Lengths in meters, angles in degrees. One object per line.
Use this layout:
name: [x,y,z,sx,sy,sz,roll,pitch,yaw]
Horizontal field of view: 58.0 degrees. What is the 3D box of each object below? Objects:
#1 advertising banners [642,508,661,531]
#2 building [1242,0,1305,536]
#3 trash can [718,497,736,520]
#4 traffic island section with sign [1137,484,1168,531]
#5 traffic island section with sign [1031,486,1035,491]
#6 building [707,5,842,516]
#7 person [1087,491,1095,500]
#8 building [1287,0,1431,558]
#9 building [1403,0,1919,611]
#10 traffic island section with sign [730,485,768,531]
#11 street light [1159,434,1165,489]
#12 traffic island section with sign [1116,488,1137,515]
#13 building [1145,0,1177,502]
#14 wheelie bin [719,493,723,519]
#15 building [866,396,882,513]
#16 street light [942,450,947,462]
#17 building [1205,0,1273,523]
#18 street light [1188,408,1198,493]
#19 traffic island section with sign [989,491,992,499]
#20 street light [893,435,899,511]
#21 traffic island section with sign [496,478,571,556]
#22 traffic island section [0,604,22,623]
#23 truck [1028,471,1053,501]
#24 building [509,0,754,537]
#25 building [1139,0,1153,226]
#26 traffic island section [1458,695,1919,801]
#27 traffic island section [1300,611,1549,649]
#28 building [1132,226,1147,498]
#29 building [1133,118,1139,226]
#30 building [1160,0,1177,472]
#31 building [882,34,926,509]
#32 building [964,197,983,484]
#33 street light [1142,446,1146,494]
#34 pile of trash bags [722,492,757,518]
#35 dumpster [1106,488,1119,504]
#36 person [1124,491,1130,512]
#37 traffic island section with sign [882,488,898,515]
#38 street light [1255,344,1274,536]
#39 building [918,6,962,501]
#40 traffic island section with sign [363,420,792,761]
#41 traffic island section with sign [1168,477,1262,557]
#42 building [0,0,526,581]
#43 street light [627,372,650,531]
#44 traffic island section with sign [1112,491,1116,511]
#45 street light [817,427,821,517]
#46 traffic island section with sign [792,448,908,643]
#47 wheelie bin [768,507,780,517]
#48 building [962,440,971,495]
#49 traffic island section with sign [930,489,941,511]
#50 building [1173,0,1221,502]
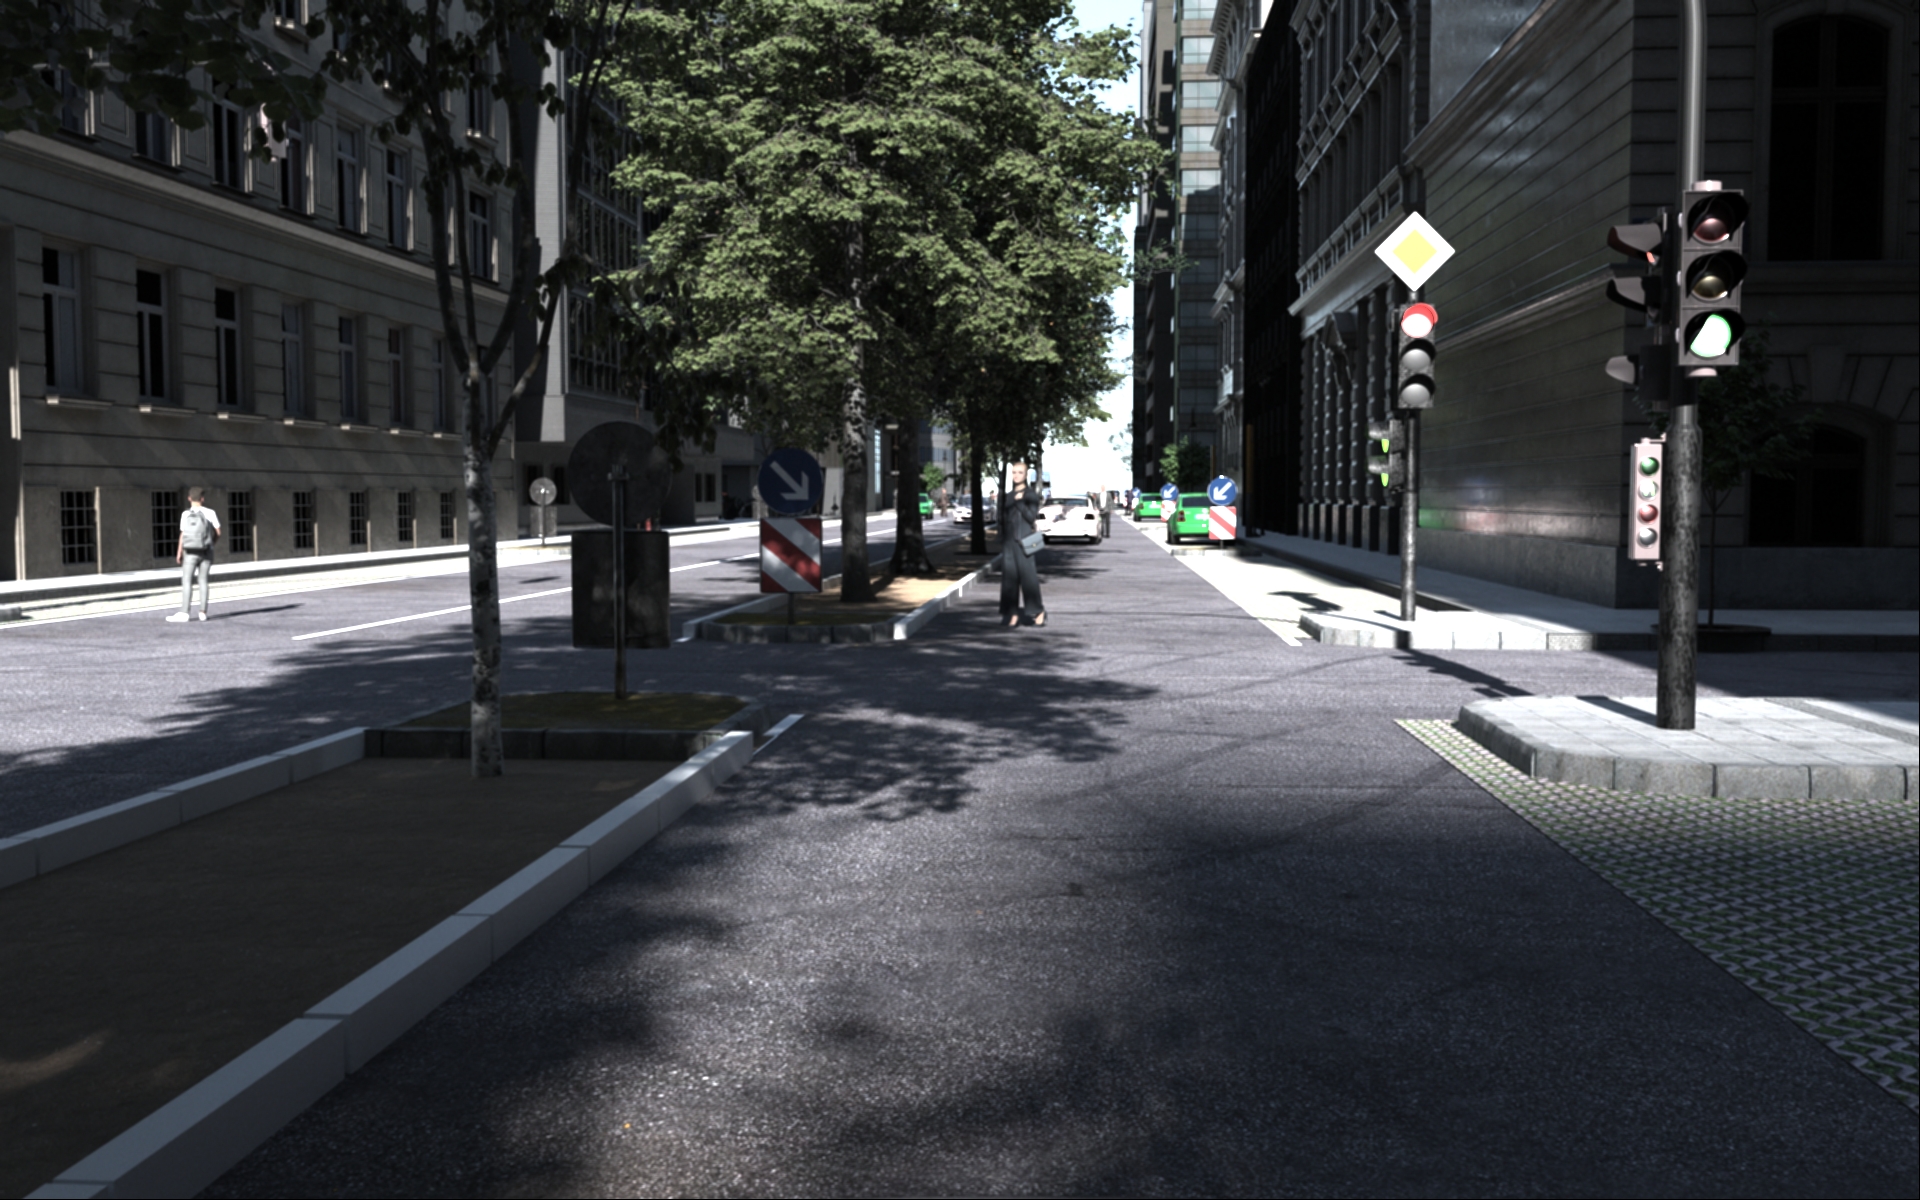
advertising banners: [-10.232,-3.706,56.776,0.090,3.025,2.074,1,4,12]
building: [16.813,-14.100,60.214,12.332,23.373,15.834,0,4,4]
trash can: [-11.412,-4.525,85.631,0.748,1.137,0.748,0,3,0]
traffic island section with sign: [7.984,-3.584,67.229,1.989,1.847,2.006,0,4,4]
traffic island section with sign: [4.047,-5.162,92.540,2.006,1.907,1.989,0,4,4]
building: [-14.411,-20.196,101.912,14.160,30.474,14.107,0,4,4]
person: [11.080,-8.540,148.843,1.217,1.735,0.721,-2,4,-28]
building: [14.263,-13.033,41.960,11.050,23.489,19.941,0,4,4]
building: [24.570,-12.435,22.405,34.723,24.649,14.460,0,4,4]
traffic island section with sign: [-7.904,-3.643,68.188,1.989,1.847,2.006,0,4,4]
street light: [15.097,-9.596,129.686,0.468,5.910,1.993,0,4,4]
traffic island section with sign: [11.706,-6.593,116.423,1.989,1.847,2.006,0,4,4]
building: [27.846,-32.535,155.654,21.300,48.544,21.600,0,4,4]
wheelie bin: [-12.594,-4.970,89.175,0.980,1.594,0.693,1,4,10]
building: [-16.582,-49.558,122.940,22.319,86.520,31.000,0,4,4]
street light: [-1.554,-12.565,178.220,0.468,5.910,1.993,0,4,4]
building: [18.924,-17.886,79.819,14.401,28.519,23.554,0,4,4]
street light: [12.277,-7.258,91.461,0.468,5.910,1.993,0,4,4]
traffic island section with sign: [4.155,-13.398,227.682,1.989,1.847,2.006,0,4,4]
street light: [-4.923,-9.847,133.778,0.468,5.910,1.993,0,4,4]
traffic island section with sign: [-9.980,-1.975,40.927,1.989,1.847,2.006,0,4,4]
traffic island section: [-11.650,0.218,18.715,2.009,0.180,2.903,0,4,4]
truck: [9.745,-13.234,206.135,2.967,4.110,18.799,0,4,4]
building: [-17.412,-14.954,63.561,14.314,24.678,30.058,0,4,4]
building: [31.950,-40.708,207.582,21.231,58.520,28.212,0,4,4]
traffic island section: [3.943,0.780,9.528,2.009,0.180,2.903,0,4,4]
traffic island section: [4.545,0.293,17.490,2.009,0.180,2.903,0,4,4]
building: [25.720,-25.445,187.727,14.160,30.474,14.107,0,4,4]
building: [37.694,-39.548,235.851,28.713,52.752,27.495,0,4,4]
building: [27.308,-31.133,128.638,23.786,49.044,30.456,0,4,4]
building: [-17.619,-34.513,153.523,28.713,52.752,27.495,0,4,4]
building: [-8.342,-35.453,234.285,22.147,44.769,28.867,0,4,4]
street light: [17.858,-11.922,167.706,0.468,5.910,1.993,0,4,4]
pile of trash bags: [-11.908,-5.074,92.704,1.912,1.369,3.447,1,4,22]
dumpster: [21.867,-14.881,248.252,1.985,2.255,1.502,0,4,5]
person: [13.590,-7.962,139.508,0.721,1.723,1.217,-2,4,-35]
traffic island section with sign: [-4.179,-6.662,117.558,1.989,1.847,2.006,0,4,4]
street light: [9.369,-4.934,53.452,0.468,5.910,1.993,0,4,4]
building: [-11.284,-39.706,191.188,21.231,58.520,28.212,0,4,4]
traffic island section with sign: [-2.177,-0.128,10.228,2.006,1.907,1.989,0,4,4]
traffic island section with sign: [5.946,-1.940,40.350,1.989,1.847,2.006,0,4,4]
building: [-20.497,-12.241,33.419,16.112,22.955,30.059,0,4,4]
street light: [-10.697,-5.182,57.506,0.468,5.910,1.993,0,4,4]
traffic island section with sign: [13.760,-8.261,143.696,1.989,1.847,2.006,0,4,4]
street light: [-7.824,-7.494,95.311,0.468,5.910,1.993,0,4,4]
traffic island section with sign: [-1.609,-0.580,17.614,2.006,1.907,1.989,0,4,4]
wheelie bin: [-9.967,-5.102,91.324,0.693,1.594,0.980,2,4,34]
building: [-6.171,-26.981,212.839,14.160,30.474,14.107,0,4,4]
traffic island section with sign: [-2.138,-8.315,144.582,1.989,1.847,2.006,0,4,4]
building: [20.296,-25.886,106.837,14.154,41.232,14.086,0,4,4]
